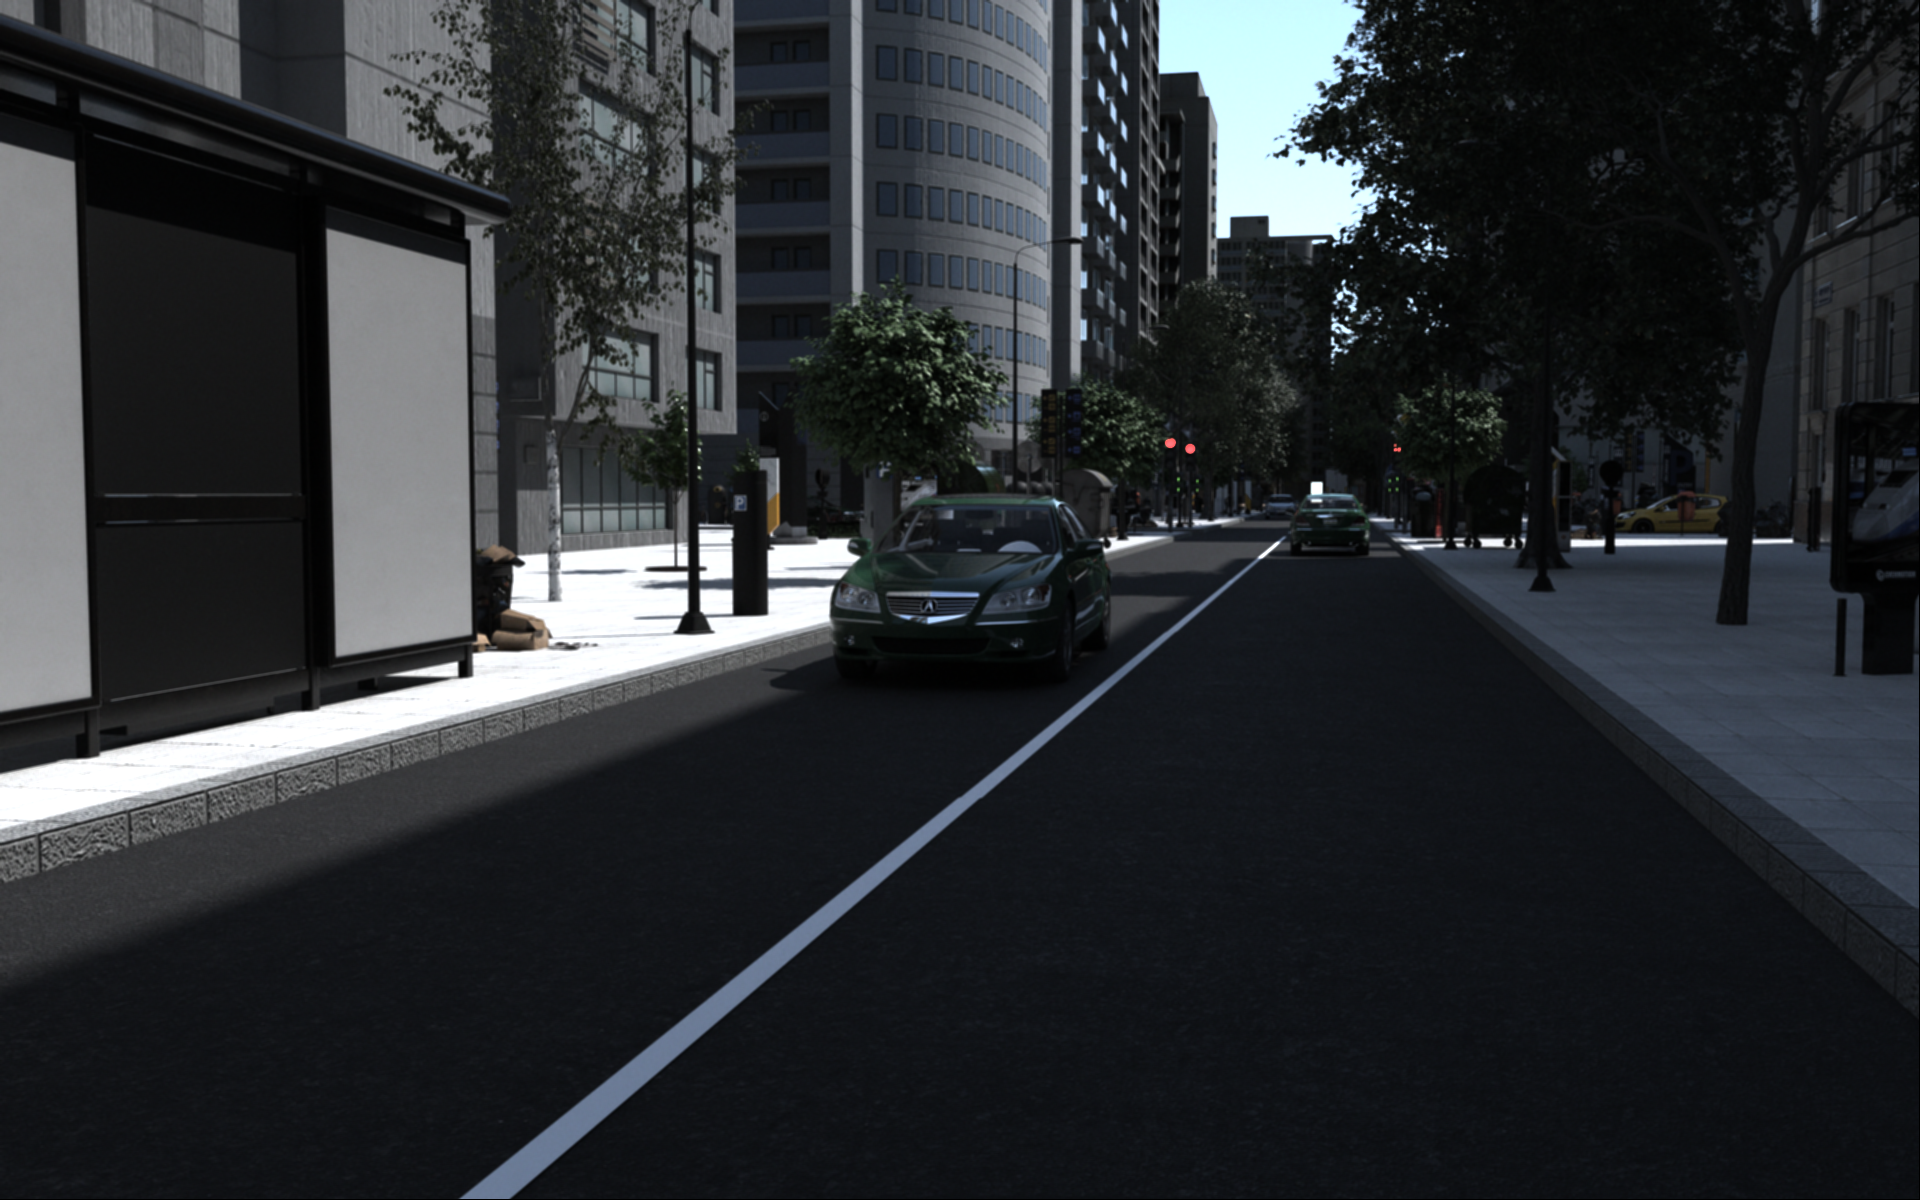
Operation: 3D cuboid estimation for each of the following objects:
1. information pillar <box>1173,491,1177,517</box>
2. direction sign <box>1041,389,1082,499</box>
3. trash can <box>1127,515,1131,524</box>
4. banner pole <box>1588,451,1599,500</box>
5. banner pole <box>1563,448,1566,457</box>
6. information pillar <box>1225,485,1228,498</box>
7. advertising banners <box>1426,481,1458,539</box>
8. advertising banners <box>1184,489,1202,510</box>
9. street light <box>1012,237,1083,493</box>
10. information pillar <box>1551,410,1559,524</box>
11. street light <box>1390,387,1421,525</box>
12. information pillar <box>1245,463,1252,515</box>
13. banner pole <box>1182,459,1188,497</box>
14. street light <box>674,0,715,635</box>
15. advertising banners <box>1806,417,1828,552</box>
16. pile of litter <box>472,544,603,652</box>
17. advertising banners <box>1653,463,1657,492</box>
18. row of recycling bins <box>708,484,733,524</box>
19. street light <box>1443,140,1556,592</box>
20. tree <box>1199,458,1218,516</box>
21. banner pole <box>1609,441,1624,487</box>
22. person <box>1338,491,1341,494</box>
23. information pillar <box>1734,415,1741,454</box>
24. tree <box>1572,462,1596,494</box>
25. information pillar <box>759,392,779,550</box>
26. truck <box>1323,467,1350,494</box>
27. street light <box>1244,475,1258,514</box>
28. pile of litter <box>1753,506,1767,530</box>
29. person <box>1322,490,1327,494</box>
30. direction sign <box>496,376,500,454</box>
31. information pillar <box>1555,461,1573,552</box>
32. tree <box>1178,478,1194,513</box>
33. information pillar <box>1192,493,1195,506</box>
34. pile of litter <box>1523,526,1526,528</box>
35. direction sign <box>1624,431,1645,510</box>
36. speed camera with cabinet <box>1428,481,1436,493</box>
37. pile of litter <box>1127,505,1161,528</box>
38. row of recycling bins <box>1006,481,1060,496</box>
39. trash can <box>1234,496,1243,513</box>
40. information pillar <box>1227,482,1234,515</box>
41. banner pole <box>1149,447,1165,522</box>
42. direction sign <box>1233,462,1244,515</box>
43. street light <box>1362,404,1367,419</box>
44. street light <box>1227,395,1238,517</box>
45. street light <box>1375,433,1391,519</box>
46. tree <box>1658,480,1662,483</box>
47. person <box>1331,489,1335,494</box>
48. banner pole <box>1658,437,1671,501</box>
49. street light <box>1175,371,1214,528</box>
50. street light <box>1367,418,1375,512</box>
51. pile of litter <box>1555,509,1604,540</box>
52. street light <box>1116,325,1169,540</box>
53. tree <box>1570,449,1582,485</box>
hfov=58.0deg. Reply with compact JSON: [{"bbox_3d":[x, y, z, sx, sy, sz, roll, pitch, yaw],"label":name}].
[{"bbox_3d":[12.157,-5.745,98.416,0.304,2.012,0.304,-1,4,-18],"label":"information pillar"},{"bbox_3d":[2.184,-2.775,37.365,0.876,3.537,0.379,1,4,10],"label":"direction sign"},{"bbox_3d":[6.680,-3.614,70.737,0.748,1.137,0.748,0,3,0],"label":"trash can"},{"bbox_3d":[36.924,-6.785,100.951,0.401,3.779,0.863,-2,4,-33],"label":"banner pole"},{"bbox_3d":[32.538,-6.325,93.438,0.401,3.779,0.863,2,4,26],"label":"banner pole"},{"bbox_3d":[17.012,-7.253,109.940,0.504,3.616,0.183,3,4,38],"label":"information pillar"},{"bbox_3d":[13.778,-3.276,49.746,0.090,3.025,2.074,3,5,44],"label":"advertising banners"},{"bbox_3d":[18.806,-8.708,138.557,2.074,3.025,0.090,-1,4,-21],"label":"advertising banners"},{"bbox_3d":[1.535,-3.609,31.543,1.470,5.913,1.316,1,4,12],"label":"street light"},{"bbox_3d":[14.684,-3.169,43.160,0.504,3.616,0.183,-2,4,-26],"label":"information pillar"},{"bbox_3d":[10.792,-4.120,39.899,1.470,5.913,1.316,1,4,12],"label":"street light"},{"bbox_3d":[17.851,-7.087,107.231,0.504,3.616,0.183,-3,5,-41],"label":"information pillar"},{"bbox_3d":[14.265,-7.304,109.438,0.863,3.779,0.401,-1,4,-22],"label":"banner pole"},{"bbox_3d":[-1.923,-2.638,15.670,1.470,5.913,1.316,1,4,12],"label":"street light"},{"bbox_3d":[19.377,-2.625,39.109,0.090,3.025,2.074,2,4,35],"label":"advertising banners"},{"bbox_3d":[-3.926,-0.027,14.400,1.719,0.858,1.176,1,4,10],"label":"pile of litter"},{"bbox_3d":[38.918,-6.156,96.832,0.090,3.025,2.074,2,4,32],"label":"advertising banners"},{"bbox_3d":[-9.059,-4.045,73.256,3.534,1.692,1.069,1,4,20],"label":"row of recycling bins"},{"bbox_3d":[7.162,-3.075,22.824,1.470,5.913,1.316,1,4,12],"label":"street light"},{"bbox_3d":[5.104,-4.304,54.084,4.285,4.588,4.351,0,3,0],"label":"tree"},{"bbox_3d":[30.132,-5.488,79.750,0.863,3.779,0.401,3,5,43],"label":"banner pole"},{"bbox_3d":[32.450,-8.473,147.772,1.217,1.736,0.721,-3,5,-44],"label":"person"},{"bbox_3d":[21.130,-3.397,46.901,0.504,3.616,0.183,-2,4,-31],"label":"information pillar"},{"bbox_3d":[37.445,-6.739,104.776,1.663,3.219,1.824,0,3,0],"label":"tree"},{"bbox_3d":[-4.393,-2.961,39.763,0.504,3.616,0.183,2,4,24],"label":"information pillar"},{"bbox_3d":[40.268,-12.010,185.284,2.839,4.237,11.283,1,4,12],"label":"truck"},{"bbox_3d":[15.752,-7.619,97.110,1.470,5.913,1.316,1,4,12],"label":"street light"},{"bbox_3d":[30.515,-3.132,65.174,1.176,0.858,1.719,1,4,13],"label":"pile of litter"},{"bbox_3d":[33.779,-9.277,160.039,0.709,1.838,0.599,3,5,40],"label":"person"},{"bbox_3d":[-9.068,-2.510,33.034,0.379,3.537,0.876,2,4,26],"label":"direction sign"},{"bbox_3d":[13.317,-2.062,38.206,0.304,2.012,0.304,1,4,13],"label":"information pillar"},{"bbox_3d":[15.491,-7.617,119.134,1.663,3.219,1.824,0,3,0],"label":"tree"},{"bbox_3d":[17.284,-8.436,129.290,0.504,3.616,0.183,1,4,14],"label":"information pillar"},{"bbox_3d":[22.296,-3.187,66.078,1.719,0.858,1.176,2,4,30],"label":"pile of litter"},{"bbox_3d":[24.183,-4.293,62.188,0.876,3.537,0.379,-1,4,-21],"label":"direction sign"},{"bbox_3d":[20.296,-4.905,74.526,0.660,3.252,2.038,0,4,5],"label":"speed camera with cabinet"},{"bbox_3d":[6.964,-3.152,65.500,1.719,0.858,1.176,3,4,38],"label":"pile of litter"},{"bbox_3d":[2.548,-3.049,56.958,1.069,1.692,3.534,2,4,27],"label":"row of recycling bins"},{"bbox_3d":[18.892,-6.507,118.039,0.748,1.137,0.748,0,3,0],"label":"trash can"},{"bbox_3d":[16.549,-6.204,105.925,0.304,2.012,0.304,2,4,24],"label":"information pillar"},{"bbox_3d":[9.208,-5.533,80.483,0.863,3.779,0.401,2,4,26],"label":"banner pole"},{"bbox_3d":[16.838,-6.891,104.668,0.379,3.537,0.876,-3,4,-37],"label":"direction sign"},{"bbox_3d":[21.444,-7.100,88.620,1.470,5.913,1.316,1,4,12],"label":"street light"},{"bbox_3d":[12.351,-6.647,81.223,1.470,5.913,1.316,1,4,12],"label":"street light"},{"bbox_3d":[14.280,-5.098,55.900,1.470,5.913,1.316,1,4,12],"label":"street light"},{"bbox_3d":[43.566,-6.759,105.114,1.663,3.219,1.824,0,3,0],"label":"tree"},{"bbox_3d":[22.660,-5.866,105.159,0.760,1.731,0.466,-2,4,-28],"label":"person"},{"bbox_3d":[29.984,-5.125,73.808,0.863,3.779,0.401,-2,4,-26],"label":"banner pole"},{"bbox_3d":[8.855,-5.676,65.337,1.470,5.913,1.316,1,4,12],"label":"street light"},{"bbox_3d":[17.930,-6.130,72.759,1.470,5.913,1.316,1,4,12],"label":"street light"},{"bbox_3d":[17.765,-2.160,49.286,1.176,0.858,1.719,2,4,32],"label":"pile of litter"},{"bbox_3d":[5.058,-4.611,47.924,1.470,5.913,1.316,1,4,12],"label":"street light"},{"bbox_3d":[34.159,-7.118,100.101,4.285,4.588,4.351,0,3,0],"label":"tree"}]
